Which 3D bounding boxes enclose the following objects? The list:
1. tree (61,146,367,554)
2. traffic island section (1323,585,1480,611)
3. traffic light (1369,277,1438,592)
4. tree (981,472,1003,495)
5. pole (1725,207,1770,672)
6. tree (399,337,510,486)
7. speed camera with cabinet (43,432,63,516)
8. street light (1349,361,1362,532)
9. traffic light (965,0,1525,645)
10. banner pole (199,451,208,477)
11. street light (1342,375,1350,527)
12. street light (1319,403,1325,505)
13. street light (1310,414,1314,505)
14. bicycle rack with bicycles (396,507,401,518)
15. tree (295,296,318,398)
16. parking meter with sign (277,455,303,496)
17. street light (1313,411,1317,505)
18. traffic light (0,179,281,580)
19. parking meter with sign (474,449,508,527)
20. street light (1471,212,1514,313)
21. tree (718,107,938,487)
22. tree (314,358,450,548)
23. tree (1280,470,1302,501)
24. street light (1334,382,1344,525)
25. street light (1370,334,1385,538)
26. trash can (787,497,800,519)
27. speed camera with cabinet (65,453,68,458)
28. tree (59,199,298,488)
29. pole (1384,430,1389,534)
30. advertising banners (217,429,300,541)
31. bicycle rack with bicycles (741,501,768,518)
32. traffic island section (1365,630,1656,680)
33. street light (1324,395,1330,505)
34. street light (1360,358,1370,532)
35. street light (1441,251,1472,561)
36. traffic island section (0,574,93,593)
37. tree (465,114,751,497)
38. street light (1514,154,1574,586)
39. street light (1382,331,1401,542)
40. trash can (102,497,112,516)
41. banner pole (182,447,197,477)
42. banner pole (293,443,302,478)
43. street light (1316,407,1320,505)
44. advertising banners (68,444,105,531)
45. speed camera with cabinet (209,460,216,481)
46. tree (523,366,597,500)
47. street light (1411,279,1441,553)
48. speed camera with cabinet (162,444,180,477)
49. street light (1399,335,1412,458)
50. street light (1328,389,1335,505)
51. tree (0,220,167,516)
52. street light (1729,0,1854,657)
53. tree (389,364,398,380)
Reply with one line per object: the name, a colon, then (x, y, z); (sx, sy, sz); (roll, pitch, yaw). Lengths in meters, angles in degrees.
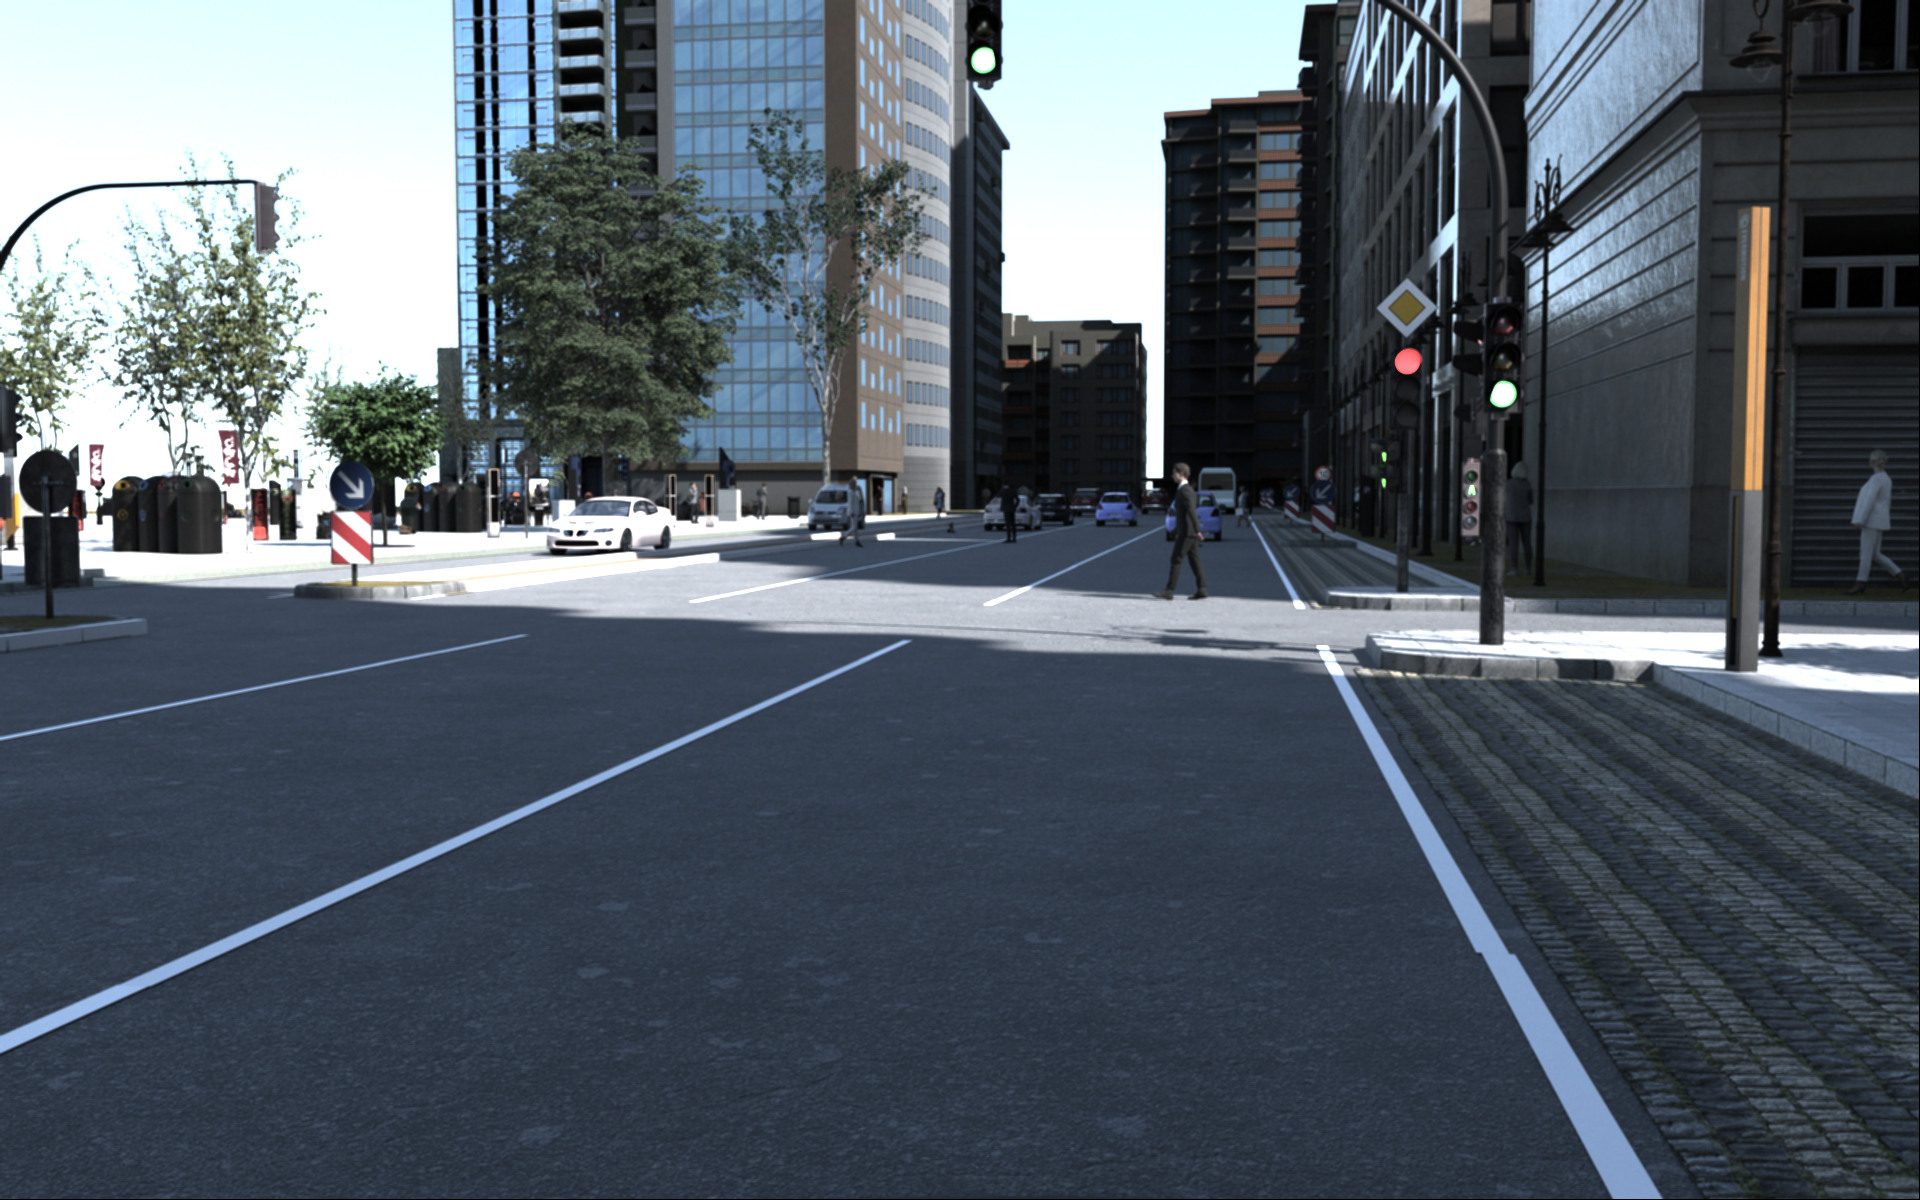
tree: (-15.285, -5.275, 36.606); (4.737, 8.622, 4.395); (0, 3, 0)
traffic island section: (5.814, -0.025, 22.694); (2.009, 0.180, 2.903); (1, 4, 9)
traffic light: (5.776, -2.059, 22.586); (0.839, 4.253, 0.868); (1, 4, 9)
tree: (2.850, -9.304, 146.728); (1.663, 3.219, 1.824); (0, 3, 0)
pole: (5.661, -1.138, 12.449); (0.158, 3.312, 0.155); (0, 3, 0)
tree: (-23.267, -8.013, 81.367); (4.360, 8.622, 3.978); (0, 3, 0)
speed camera with cabinet: (-29.468, -3.752, 55.680); (0.660, 3.252, 2.038); (-1, 4, -20)
street light: (13.627, -5.263, 58.837); (0.468, 5.910, 1.993); (1, 4, 9)
traffic light: (2.437, -2.460, 14.889); (4.771, 5.953, 1.251); (1, 4, 9)
banner pole: (-43.780, -6.741, 100.238); (0.863, 3.779, 0.401); (-2, 4, -23)
street light: (14.343, -5.520, 63.034); (0.468, 5.910, 1.993); (1, 4, 9)
street light: (16.804, -6.498, 79.037); (0.468, 5.910, 1.993); (1, 4, 9)
street light: (18.991, -7.285, 91.894); (0.468, 5.910, 1.993); (1, 4, 9)
bicycle rack with bicycles: (-29.924, -4.816, 92.120); (2.852, 0.926, 2.925); (1, 4, 12)
tree: (-23.593, -6.581, 57.957); (4.360, 8.622, 3.978); (0, 3, 0)
parking meter with sign: (-30.040, -5.017, 78.293); (0.543, 3.016, 1.738); (1, 4, 15)
street light: (18.379, -7.040, 87.889); (0.468, 5.910, 1.993); (1, 4, 9)
traffic light: (-12.353, -3.108, 25.491); (4.771, 5.953, 1.251); (1, 4, 9)
parking meter with sign: (-18.369, -4.313, 66.783); (1.738, 3.016, 0.543); (-2, 4, -28)
street light: (8.853, -3.416, 28.636); (0.468, 5.910, 1.993); (1, 4, 9)
tree: (-8.278, -14.182, 87.757); (12.611, 20.169, 13.585); (0, 3, 0)
tree: (-13.955, -3.570, 42.080); (4.285, 4.588, 4.351); (0, 3, 0)
tree: (26.112, -8.756, 137.760); (1.663, 3.219, 1.824); (0, 3, 0)
street light: (14.946, -5.776, 67.225); (0.468, 5.910, 1.993); (1, 4, 9)
street light: (12.272, -4.735, 50.199); (0.468, 5.910, 1.993); (1, 4, 9)
trash can: (-8.693, -4.830, 90.627); (0.748, 1.137, 0.748); (0, 3, 0)
speed camera with cabinet: (-44.082, -5.519, 84.564); (2.038, 3.252, 0.660); (3, 4, 39)
tree: (-19.732, -5.672, 43.097); (4.360, 8.622, 3.978); (0, 3, 0)
pole: (13.650, -3.778, 55.613); (0.158, 3.312, 0.155); (0, 3, 0)
advertising banners: (-19.191, -3.134, 47.431); (2.074, 3.025, 0.090); (-2, 4, -34)
bicycle rack with bicycles: (-11.764, -5.042, 95.822); (2.852, 0.926, 2.925); (3, 5, 44)
traffic island section: (4.554, 0.457, 14.808); (2.009, 0.180, 2.903); (1, 4, 9)
street light: (16.224, -6.257, 75.093); (0.468, 5.910, 1.993); (1, 4, 9)
street light: (13.095, -5.021, 54.886); (0.468, 5.910, 1.993); (1, 4, 9)
street light: (9.597, -3.692, 33.157); (0.468, 5.910, 1.993); (1, 4, 9)
traffic island section: (-14.470, -0.223, 25.927); (2.009, 0.180, 2.903); (1, 4, 9)
tree: (-11.827, -9.272, 58.250); (9.857, 13.997, 8.962); (0, 3, 0)
street light: (8.090, -3.133, 24.008); (0.468, 5.910, 1.993); (1, 4, 9)
street light: (11.600, -4.469, 45.848); (0.468, 5.910, 1.993); (1, 4, 9)
trash can: (-49.776, -5.479, 101.228); (0.748, 1.137, 0.748); (0, 3, 0)
banner pole: (-40.958, -6.223, 91.770); (0.401, 3.779, 0.863); (1, 4, 13)
banner pole: (-32.540, -5.821, 85.196); (0.401, 3.779, 0.863); (1, 4, 14)
street light: (17.514, -6.738, 82.960); (0.468, 5.910, 1.993); (1, 4, 9)
advertising banners: (-30.545, -3.885, 59.702); (2.074, 3.025, 0.090); (-3, 5, -42)
speed camera with cabinet: (-43.664, -6.421, 99.313); (2.038, 3.252, 0.660); (1, 4, 19)
tree: (-21.259, -8.718, 92.897); (4.737, 8.622, 4.395); (0, 3, 0)
street light: (10.159, -3.953, 37.422); (0.468, 5.910, 1.993); (1, 4, 9)
speed camera with cabinet: (-31.037, -4.542, 68.594); (0.660, 3.252, 2.038); (-1, 4, -9)
street light: (10.896, -4.193, 41.340); (0.468, 5.910, 1.993); (1, 4, 9)
street light: (15.573, -6.017, 71.161); (0.468, 5.910, 1.993); (1, 4, 9)
tree: (-25.066, -5.909, 46.973); (4.737, 8.622, 4.395); (0, 3, 0)
street light: (6.415, -2.492, 13.529); (0.468, 5.910, 1.993); (1, 4, 9)
tree: (-31.212, -9.056, 98.427); (4.360, 8.622, 3.978); (0, 3, 0)
